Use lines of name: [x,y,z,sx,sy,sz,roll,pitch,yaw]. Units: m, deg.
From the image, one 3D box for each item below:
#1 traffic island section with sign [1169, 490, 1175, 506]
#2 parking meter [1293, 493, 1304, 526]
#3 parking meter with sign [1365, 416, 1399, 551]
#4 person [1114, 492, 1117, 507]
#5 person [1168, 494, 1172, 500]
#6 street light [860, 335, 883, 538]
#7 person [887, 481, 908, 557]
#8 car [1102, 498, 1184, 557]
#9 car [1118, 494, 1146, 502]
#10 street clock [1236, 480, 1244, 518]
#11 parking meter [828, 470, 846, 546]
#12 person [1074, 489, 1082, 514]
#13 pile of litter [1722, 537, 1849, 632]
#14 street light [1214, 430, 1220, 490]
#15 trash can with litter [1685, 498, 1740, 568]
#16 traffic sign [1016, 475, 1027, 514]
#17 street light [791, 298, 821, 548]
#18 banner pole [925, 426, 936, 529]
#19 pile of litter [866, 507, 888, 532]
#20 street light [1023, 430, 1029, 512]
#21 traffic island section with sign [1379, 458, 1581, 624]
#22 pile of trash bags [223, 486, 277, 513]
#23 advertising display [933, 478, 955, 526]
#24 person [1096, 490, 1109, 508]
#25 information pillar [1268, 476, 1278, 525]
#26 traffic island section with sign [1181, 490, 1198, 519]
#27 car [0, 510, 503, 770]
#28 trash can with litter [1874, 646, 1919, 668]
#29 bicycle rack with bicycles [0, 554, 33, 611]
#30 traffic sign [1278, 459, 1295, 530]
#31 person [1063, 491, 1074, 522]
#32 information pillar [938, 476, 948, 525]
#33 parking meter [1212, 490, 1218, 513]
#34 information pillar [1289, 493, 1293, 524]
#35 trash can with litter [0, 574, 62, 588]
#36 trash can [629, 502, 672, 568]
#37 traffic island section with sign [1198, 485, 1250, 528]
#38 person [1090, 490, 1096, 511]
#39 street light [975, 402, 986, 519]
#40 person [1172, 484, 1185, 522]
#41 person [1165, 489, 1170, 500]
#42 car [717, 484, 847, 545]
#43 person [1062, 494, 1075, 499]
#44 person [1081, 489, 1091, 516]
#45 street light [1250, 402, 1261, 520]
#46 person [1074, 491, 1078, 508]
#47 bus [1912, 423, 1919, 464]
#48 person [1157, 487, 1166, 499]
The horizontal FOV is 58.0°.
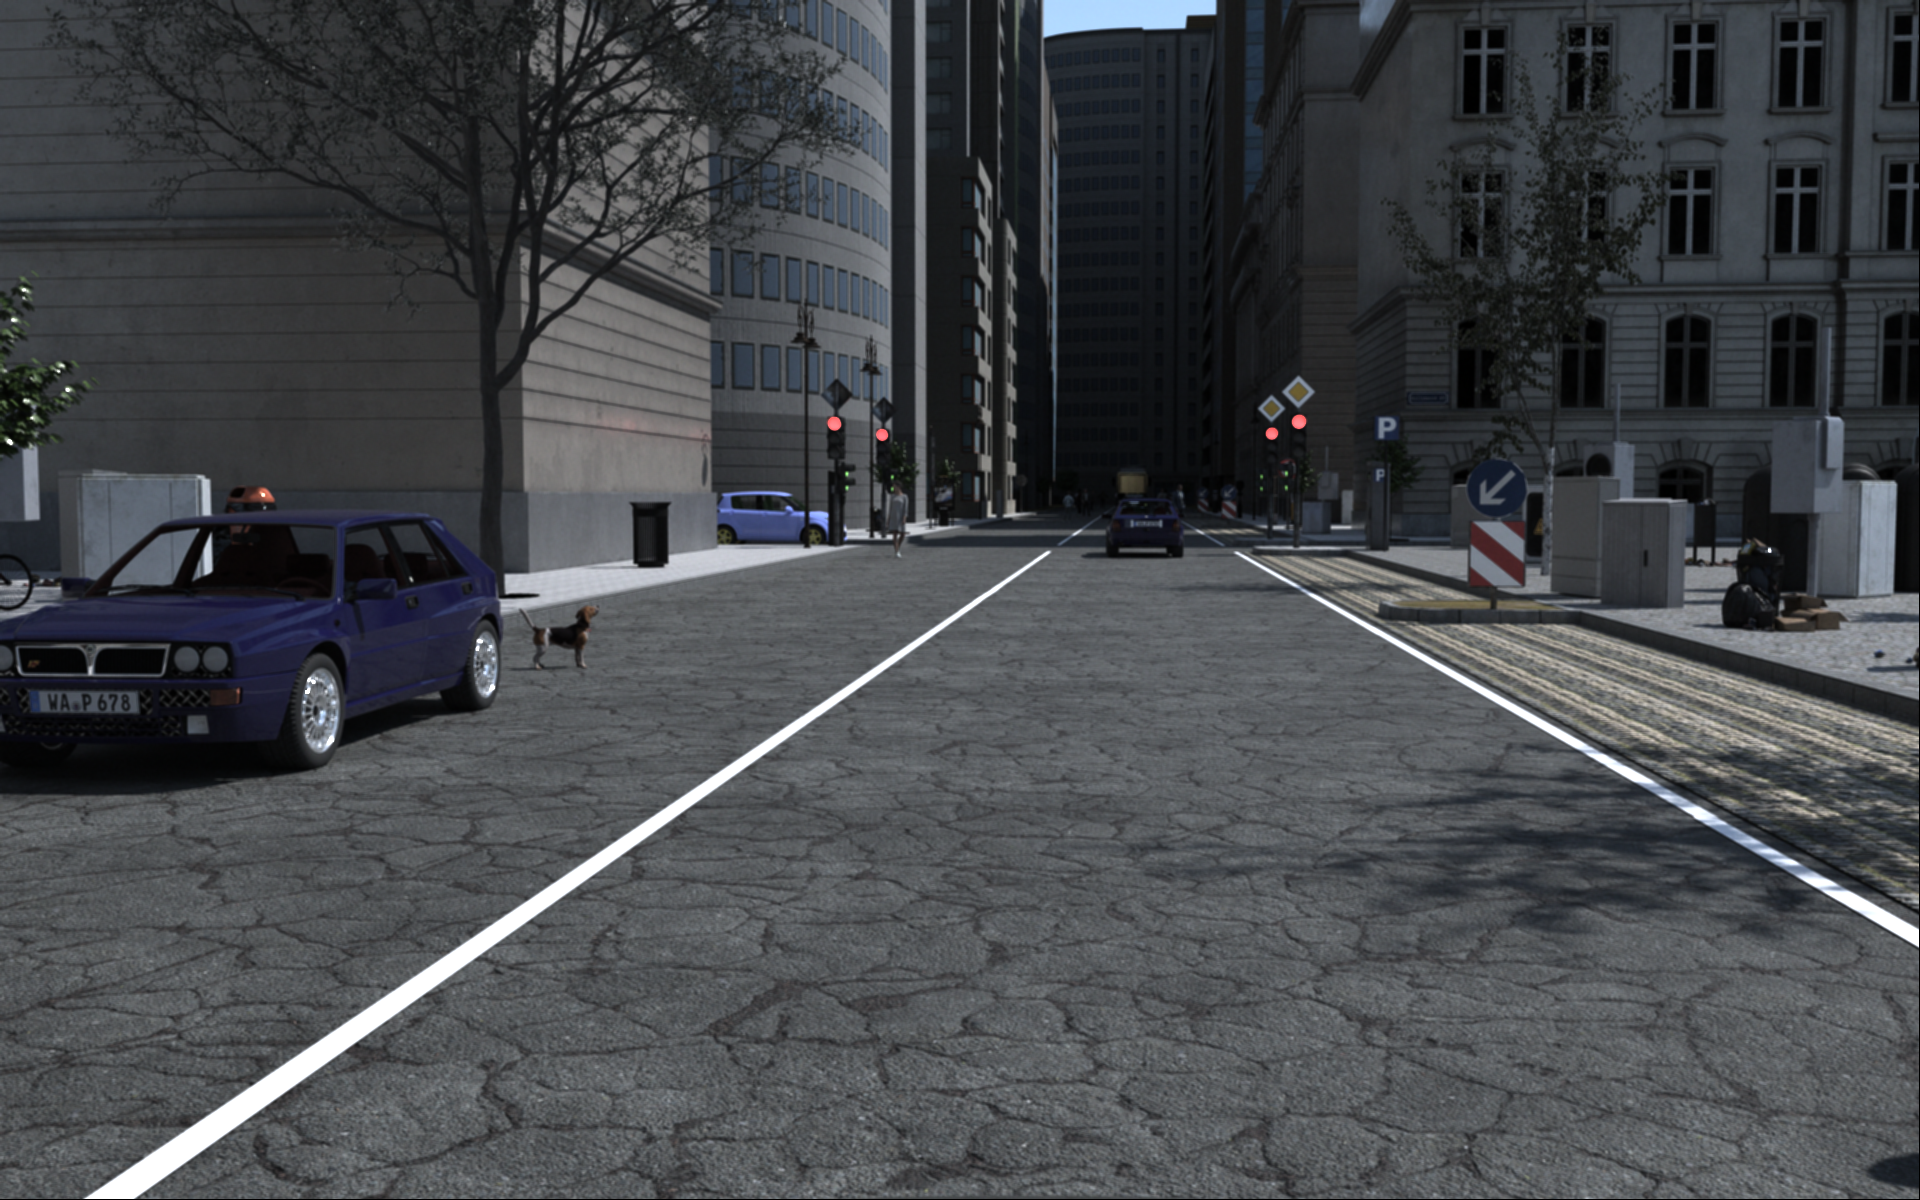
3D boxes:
traffic island section with sign: [18.932,-8.668,150.342,1.989,1.847,2.006,0,4,6]
parking meter: [13.393,-3.848,68.618,0.399,1.863,0.255,2,4,23]
parking meter with sign: [9.554,-2.643,39.470,0.543,3.016,1.738,0,4,4]
person: [17.503,-11.210,192.728,0.436,1.711,0.756,-1,4,-21]
person: [20.026,-9.228,162.574,0.799,1.438,0.628,-3,5,-41]
street light: [-2.577,-4.751,50.474,0.468,5.910,1.993,0,4,6]
person: [-1.437,-1.849,39.484,0.466,1.731,0.760,-1,4,-14]
car: [4.293,-1.710,40.535,1.945,1.354,3.894,0,4,4]
car: [10.826,-5.844,107.348,2.131,1.459,4.920,0,4,7]
street clock: [14.880,-5.353,92.094,0.471,2.002,0.358,-3,5,-41]
parking meter: [-3.052,-2.275,42.911,0.399,1.863,0.255,1,4,9]
person: [8.758,-7.288,127.619,0.705,1.831,1.348,2,4,25]
pile of litter: [8.033,-0.174,16.809,1.719,0.858,1.176,-3,4,-38]
street light: [18.086,-9.150,122.396,0.468,5.910,1.993,0,4,6]
trash can with litter: [13.405,-1.207,30.793,1.678,1.210,2.233,-1,4,-14]
traffic sign: [4.007,-6.920,113.249,0.768,2.556,0.104,1,4,9]
street light: [-3.641,-4.177,41.085,0.468,5.910,1.993,0,4,6]
banner pole: [-1.018,-4.491,63.440,0.401,3.779,0.863,-1,4,-17]
pile of litter: [-2.632,-2.791,59.592,1.176,0.858,1.719,-1,4,-9]
street light: [4.773,-9.269,124.337,0.468,5.910,1.993,0,4,6]
traffic island section with sign: [5.908,-0.693,19.951,1.989,1.847,2.006,0,4,6]
pile of trash bags: [-9.096,-0.667,20.657,3.447,1.369,1.912,3,5,41]
advertising display: [-0.633,-3.899,68.956,0.974,1.923,0.123,2,4,35]
person: [14.926,-10.552,181.116,1.348,1.812,0.705,1,4,18]
information pillar: [13.038,-4.139,72.161,0.304,2.012,0.304,2,4,35]
traffic island section with sign: [13.940,-5.612,100.389,1.989,1.847,2.006,0,4,6]
car: [-4.091,0.141,10.282,1.945,1.354,3.894,0,4,4]
trash can with litter: [7.887,-0.125,13.108,1.678,1.210,2.233,3,5,42]
bicycle rack with bicycles: [-11.842,-0.298,18.261,2.925,0.926,2.852,1,4,13]
traffic sign: [11.824,-3.810,62.392,0.768,2.556,0.104,1,4,10]
person: [5.561,-4.792,88.661,0.589,1.601,0.330,1,4,21]
information pillar: [-0.699,-4.054,70.772,0.304,2.012,0.304,-2,4,-26]
parking meter: [17.123,-6.591,116.169,0.372,1.533,0.369,0,3,0]
information pillar: [14.275,-5.036,73.685,0.504,3.616,0.183,-3,4,-38]
trash can with litter: [-12.513,-0.817,24.422,2.233,1.210,1.678,1,4,20]
trash can: [-5.424,-1.145,30.369,0.748,1.137,0.748,0,3,0]
traffic island section with sign: [11.271,-3.972,73.566,1.989,1.847,2.006,0,4,6]
person: [11.503,-8.538,148.625,0.750,1.759,0.617,2,4,29]
street light: [1.019,-7.005,87.324,0.468,5.910,1.993,0,4,6]
person: [8.295,-3.496,65.840,0.419,1.800,0.721,3,5,45]
person: [17.622,-8.523,147.849,0.705,1.824,1.348,-1,4,-13]
car: [-4.860,-2.235,46.133,3.694,1.707,1.945,0,4,5]
person: [9.423,-8.621,149.978,1.217,1.766,0.721,0,4,8]
person: [8.170,-6.305,111.978,0.661,1.777,0.834,-1,4,-21]
street light: [14.550,-6.896,85.544,0.468,5.910,1.993,0,4,6]
person: [12.055,-10.346,178.595,0.756,1.711,0.436,-1,4,-17]
bus: [31.018,-2.928,42.733,13.247,3.499,2.948,0,4,7]
person: [11.238,-5.371,96.501,0.511,1.800,0.466,1,4,12]
